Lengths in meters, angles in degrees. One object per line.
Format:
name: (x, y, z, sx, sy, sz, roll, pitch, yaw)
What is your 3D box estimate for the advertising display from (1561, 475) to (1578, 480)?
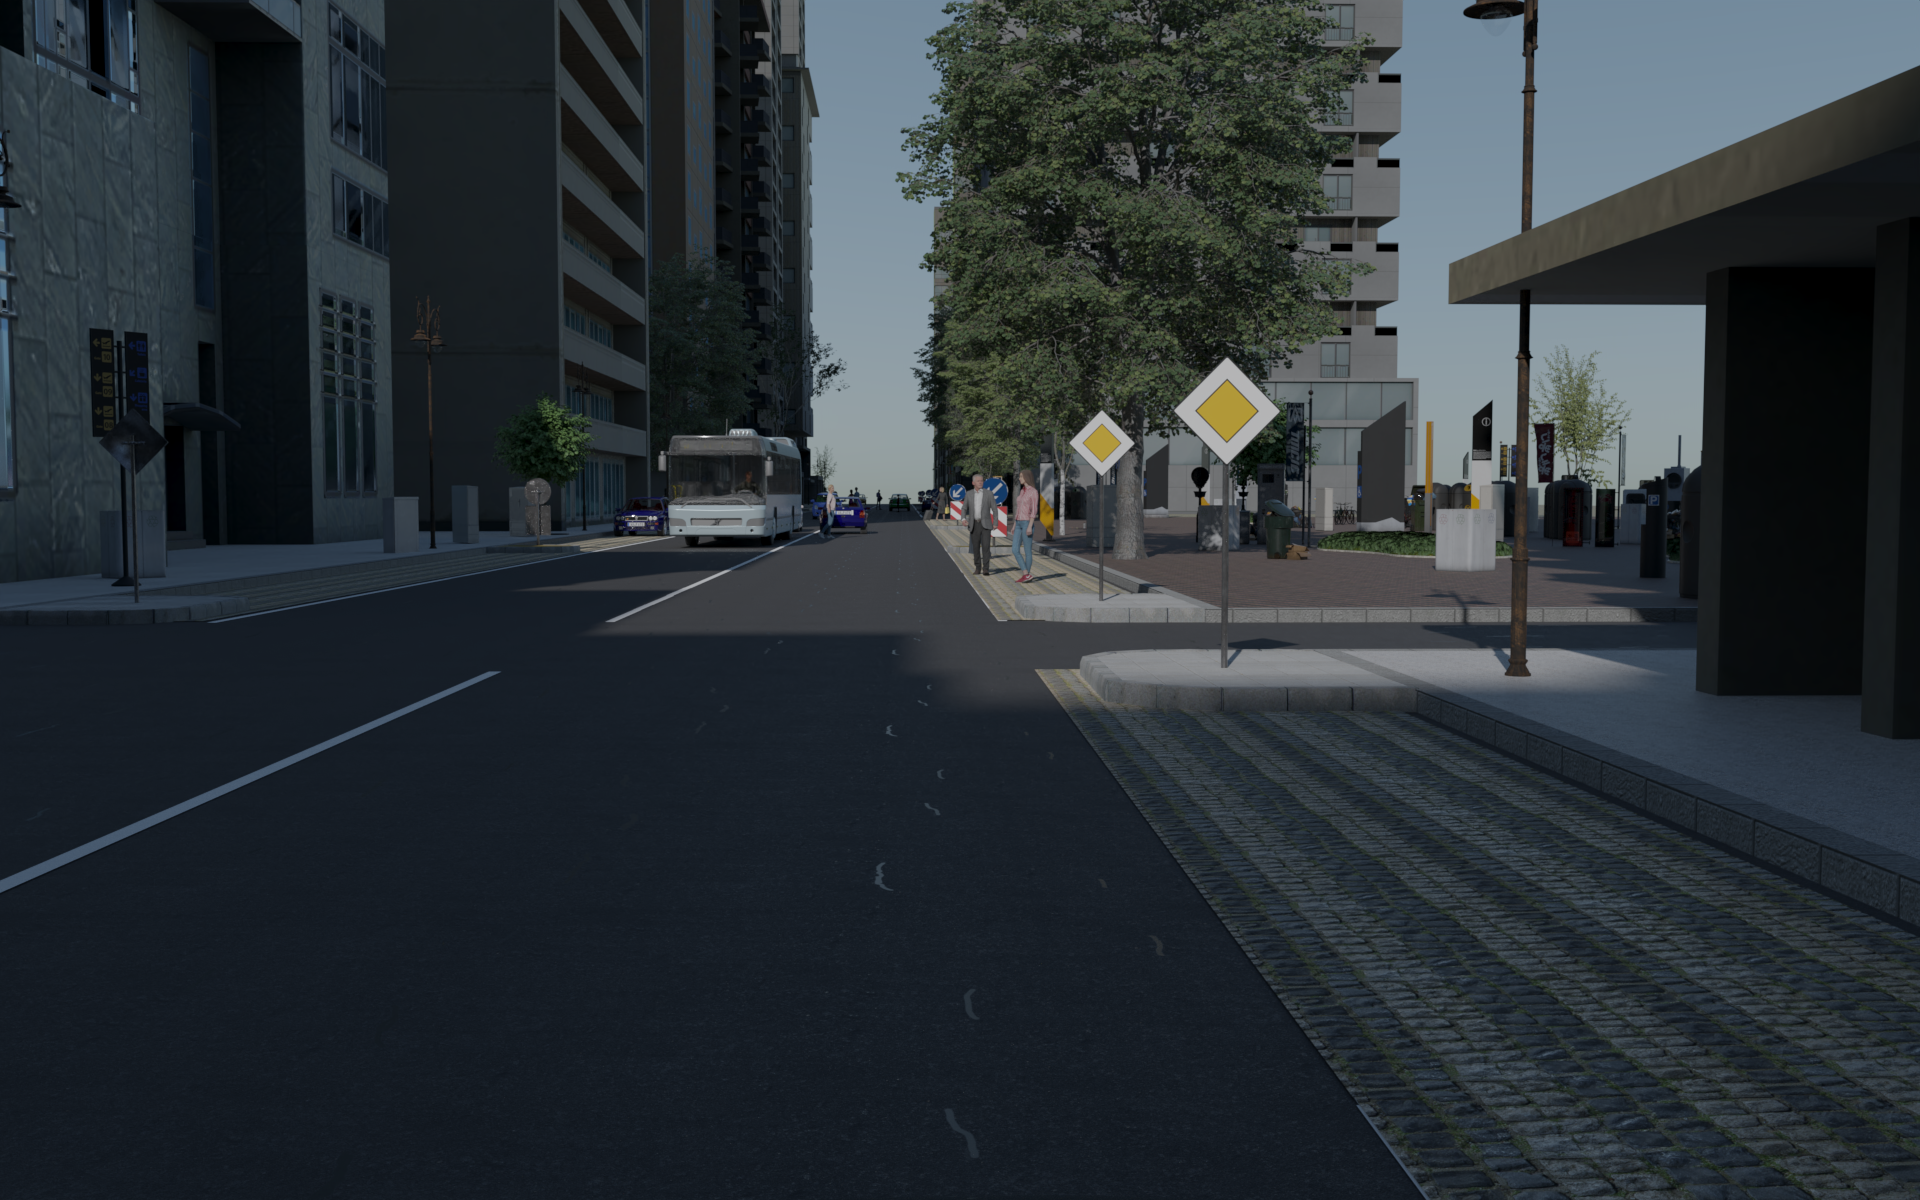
advertising display: (20.264, -3.205, 57.614, 0.123, 1.923, 0.974, 0, 4, -7)

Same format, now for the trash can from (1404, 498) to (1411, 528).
trash can: (17.327, -3.343, 66.304, 0.748, 1.137, 0.748, 0, 3, 0)

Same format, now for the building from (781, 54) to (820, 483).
building: (-32.018, -38.104, 212.237, 28.713, 52.752, 27.495, 0, 4, -2)

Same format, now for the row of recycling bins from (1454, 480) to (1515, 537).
row of recycling bins: (16.441, -2.840, 53.540, 1.069, 1.692, 3.534, 0, 4, -1)

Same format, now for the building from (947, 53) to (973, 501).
building: (6.276, -29.421, 164.635, 14.154, 41.232, 14.086, 0, 4, -2)

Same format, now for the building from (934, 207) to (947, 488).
building: (3.224, -34.533, 248.215, 14.154, 41.232, 14.086, 0, 4, -2)

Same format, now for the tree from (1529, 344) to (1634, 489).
tree: (29.692, -8.189, 84.245, 4.737, 8.622, 4.395, 0, 3, 0)

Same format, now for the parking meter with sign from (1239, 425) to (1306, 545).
parking meter with sign: (7.912, -2.925, 44.092, 1.738, 3.016, 0.543, 1, 4, 12)

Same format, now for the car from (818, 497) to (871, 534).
car: (-4.237, -3.101, 63.286, 1.945, 1.354, 3.894, 0, 4, -3)

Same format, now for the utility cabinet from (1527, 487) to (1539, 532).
utility cabinet: (19.137, -3.038, 58.354, 0.318, 1.500, 1.173, 3, 4, 36)

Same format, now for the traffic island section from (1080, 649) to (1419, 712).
traffic island section: (1.970, 0.580, 12.796, 2.009, 0.180, 2.903, 0, 4, -2)

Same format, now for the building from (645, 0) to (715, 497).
building: (-22.188, -27.615, 101.611, 14.600, 45.320, 14.200, 0, 4, -2)

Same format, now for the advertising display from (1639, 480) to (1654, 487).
advertising display: (31.075, -4.461, 78.148, 0.123, 1.923, 0.974, -2, 4, -29)

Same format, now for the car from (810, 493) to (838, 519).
car: (-7.583, -5.481, 99.205, 1.945, 1.707, 3.694, 0, 4, -3)

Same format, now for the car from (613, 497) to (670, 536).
car: (-10.747, -2.862, 59.382, 1.945, 1.354, 3.894, 0, 3, 0)

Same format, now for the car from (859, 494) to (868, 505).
car: (-13.376, -13.568, 232.064, 2.015, 1.641, 3.980, 0, 4, -3)

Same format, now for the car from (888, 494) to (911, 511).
car: (-5.088, -8.409, 146.284, 1.959, 1.807, 4.718, 0, 4, -1)

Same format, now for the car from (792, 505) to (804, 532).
car: (-7.022, -3.308, 66.446, 2.083, 1.381, 4.827, 0, 4, -3)

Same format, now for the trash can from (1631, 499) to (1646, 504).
trash can: (20.599, -2.483, 52.251, 0.748, 1.137, 0.748, 0, 3, 0)

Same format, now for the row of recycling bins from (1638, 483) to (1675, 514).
row of recycling bins: (26.278, -3.425, 63.106, 1.069, 1.692, 3.534, -2, 4, -34)

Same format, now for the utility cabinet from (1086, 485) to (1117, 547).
utility cabinet: (3.610, -2.012, 41.582, 1.173, 1.500, 0.318, -2, 4, -26)

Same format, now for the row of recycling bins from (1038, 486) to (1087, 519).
row of recycling bins: (5.335, -5.076, 90.112, 1.069, 1.692, 3.534, -3, 4, -36)

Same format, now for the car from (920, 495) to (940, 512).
car: (-2.152, -7.501, 135.229, 1.945, 1.354, 3.894, 0, 4, -1)

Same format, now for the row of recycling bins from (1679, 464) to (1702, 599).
row of recycling bins: (10.615, -0.843, 20.894, 3.534, 1.692, 1.069, 1, 4, 16)

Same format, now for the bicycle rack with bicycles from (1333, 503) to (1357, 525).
bicycle rack with bicycles: (16.533, -3.608, 72.379, 2.925, 0.926, 2.852, -3, 5, -43)

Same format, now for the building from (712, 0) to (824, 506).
building: (-29.227, -48.799, 236.121, 20.563, 71.187, 20.611, 0, 4, -2)

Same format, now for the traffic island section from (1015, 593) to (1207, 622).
traffic island section: (1.712, 0.092, 20.777, 2.009, 0.180, 2.903, 0, 4, -2)

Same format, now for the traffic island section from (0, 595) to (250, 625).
traffic island section: (-9.723, 0.114, 20.414, 2.009, 0.180, 2.903, 0, 4, -2)

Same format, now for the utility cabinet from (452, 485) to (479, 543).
utility cabinet: (-12.858, -2.224, 45.048, 0.318, 1.500, 1.173, -2, 4, -35)

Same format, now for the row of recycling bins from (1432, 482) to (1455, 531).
row of recycling bins: (18.152, -3.314, 61.296, 3.534, 1.692, 1.069, 0, 4, -6)

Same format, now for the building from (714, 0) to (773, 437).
building: (-27.221, -29.910, 143.655, 22.147, 44.769, 28.867, 0, 4, -2)

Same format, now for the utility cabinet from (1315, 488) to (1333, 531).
utility cabinet: (12.694, -3.158, 60.314, 0.318, 1.500, 1.173, 0, 4, -4)

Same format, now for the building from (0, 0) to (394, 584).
building: (-25.249, -44.023, 32.446, 22.319, 86.520, 31.000, 0, 4, -2)

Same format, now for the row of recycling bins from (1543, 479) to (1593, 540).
row of recycling bins: (17.386, -2.605, 49.700, 1.069, 1.692, 3.534, 1, 4, 10)

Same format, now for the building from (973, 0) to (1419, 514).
building: (14.813, -32.596, 122.184, 28.713, 52.752, 27.495, 0, 4, -2)

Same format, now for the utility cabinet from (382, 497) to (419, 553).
utility cabinet: (-12.268, -1.641, 37.990, 0.306, 1.237, 1.020, 1, 4, 13)

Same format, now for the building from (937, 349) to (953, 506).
building: (11.047, -23.347, 226.758, 27.650, 21.520, 28.899, 0, 4, -2)

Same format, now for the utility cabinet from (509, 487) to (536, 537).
utility cabinet: (-13.140, -2.649, 51.985, 0.318, 1.500, 1.173, -3, 5, -40)

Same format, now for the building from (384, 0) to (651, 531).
building: (-24.685, -27.189, 68.237, 21.300, 48.544, 21.600, 0, 4, -2)

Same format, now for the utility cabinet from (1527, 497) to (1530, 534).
utility cabinet: (18.166, -2.737, 55.916, 0.306, 1.237, 1.020, 0, 4, 8)

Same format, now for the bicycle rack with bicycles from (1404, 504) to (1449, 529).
bicycle rack with bicycles: (17.760, -3.086, 63.834, 2.852, 0.926, 2.925, -3, 4, -36)

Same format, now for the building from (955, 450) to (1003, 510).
building: (10.120, -43.283, 145.922, 20.563, 71.187, 20.611, 0, 4, -2)

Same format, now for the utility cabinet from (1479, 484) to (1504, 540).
utility cabinet: (12.081, -1.879, 39.405, 0.318, 1.500, 1.173, 2, 4, 30)
